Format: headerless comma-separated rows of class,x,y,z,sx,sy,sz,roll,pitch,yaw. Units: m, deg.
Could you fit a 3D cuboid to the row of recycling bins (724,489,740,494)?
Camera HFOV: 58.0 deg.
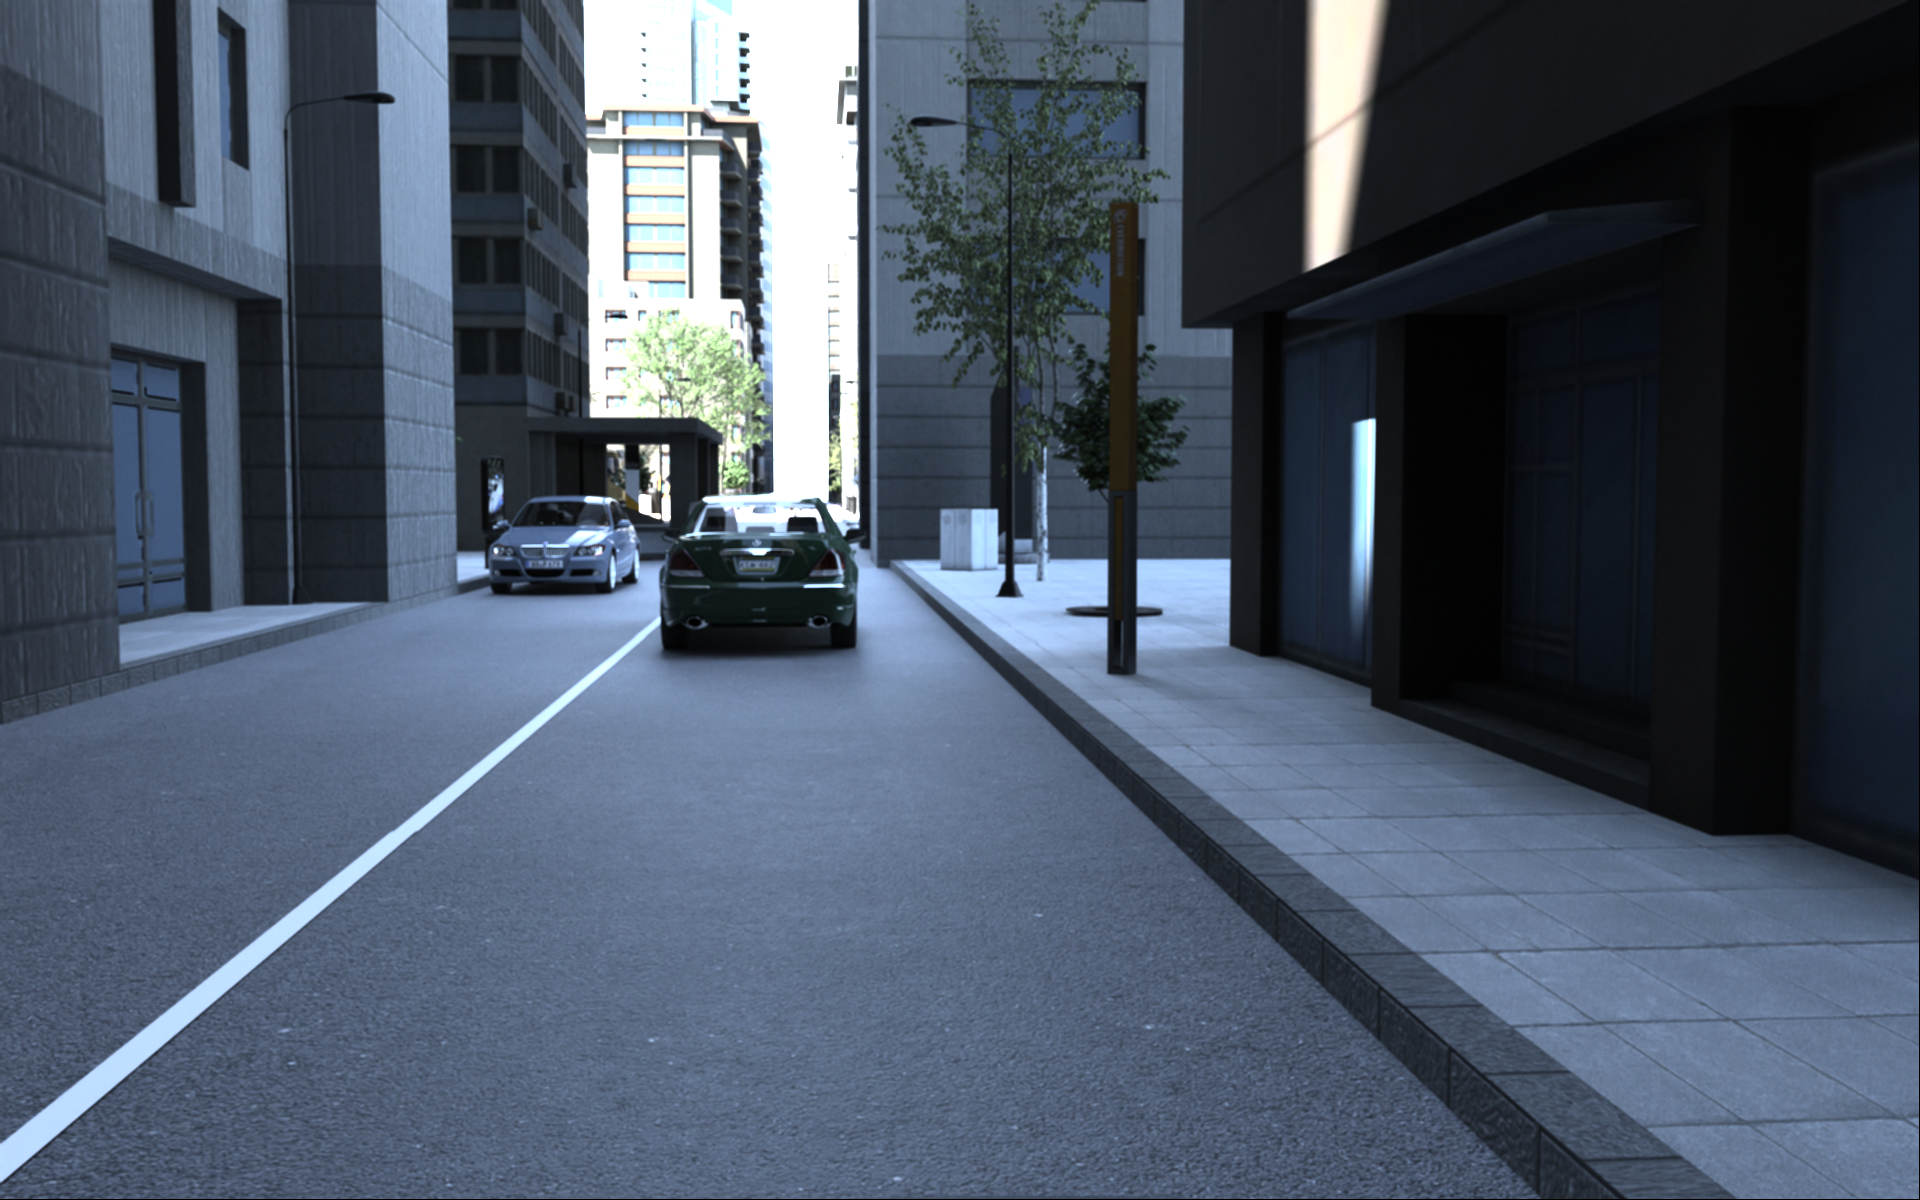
row of recycling bins,-17.829,-7.804,134.702,1.069,1.692,3.534,-1,4,-18

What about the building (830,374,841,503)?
building,-5.871,-25.672,264.780,27.650,21.520,28.899,0,4,-5

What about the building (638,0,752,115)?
building,-42.730,-59.962,293.054,22.319,86.520,31.000,0,4,-5

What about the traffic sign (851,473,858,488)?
traffic sign,-4.604,-4.614,79.088,0.795,2.450,0.064,0,4,-5

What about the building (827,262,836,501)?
building,-16.449,-38.074,306.103,14.154,41.232,14.086,0,4,-5

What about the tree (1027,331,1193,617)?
tree,1.690,-1.451,18.324,1.663,3.219,1.824,0,3,0

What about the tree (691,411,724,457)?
tree,-22.407,-12.275,151.060,4.737,8.622,4.395,0,3,0

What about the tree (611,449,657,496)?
tree,-12.256,-4.361,65.907,1.663,3.219,1.824,0,3,0

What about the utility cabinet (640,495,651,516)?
utility cabinet,-16.738,-4.946,92.036,0.306,1.237,1.020,-2,4,-34

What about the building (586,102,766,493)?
building,-33.457,-33.132,196.328,22.147,44.769,28.867,0,4,-5

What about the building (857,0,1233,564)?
building,7.668,-30.865,46.642,21.231,58.520,28.212,0,4,-5

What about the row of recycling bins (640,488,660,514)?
row of recycling bins,-20.394,-6.243,109.191,1.069,1.692,3.534,3,4,37

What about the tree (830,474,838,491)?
tree,-16.872,-15.893,243.556,4.285,4.588,4.351,0,3,0

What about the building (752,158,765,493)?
building,-32.352,-34.745,218.192,14.600,45.320,14.200,0,4,-5

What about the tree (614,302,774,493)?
tree,-15.172,-10.368,95.277,9.928,11.665,9.643,0,3,0

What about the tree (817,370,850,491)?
tree,-4.848,-8.910,96.047,4.737,8.622,4.395,0,3,0

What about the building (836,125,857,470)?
building,-6.467,-31.322,195.709,14.154,41.232,14.086,0,4,-5

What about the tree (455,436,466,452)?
tree,-8.820,-2.009,27.450,1.663,3.219,1.824,0,3,0

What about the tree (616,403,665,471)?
tree,-24.762,-11.322,135.478,4.360,8.622,3.978,0,3,0

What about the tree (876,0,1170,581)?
tree,0.972,-4.583,25.297,4.737,8.622,4.395,0,3,0

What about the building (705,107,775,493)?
building,-39.207,-44.135,263.599,21.231,58.520,28.212,0,4,-5

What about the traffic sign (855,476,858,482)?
traffic sign,-3.932,-4.128,71.131,0.795,2.450,0.064,0,4,-5

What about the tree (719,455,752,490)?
tree,-19.044,-9.851,144.772,4.285,4.588,4.351,0,3,0

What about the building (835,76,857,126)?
building,-0.949,-38.374,216.646,28.713,52.752,27.495,0,4,-5

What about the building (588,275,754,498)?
building,-34.401,-19.706,167.235,27.650,21.520,28.899,0,4,-5

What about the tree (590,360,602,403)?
tree,-18.810,-7.953,80.396,4.360,8.622,3.978,0,3,0

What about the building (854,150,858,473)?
building,0.549,-19.519,112.650,14.314,27.812,24.014,0,4,-5

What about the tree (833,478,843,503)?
tree,-17.157,-15.518,248.313,1.663,3.219,1.824,0,3,0

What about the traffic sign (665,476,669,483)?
traffic sign,-11.601,-4.090,70.507,0.795,2.450,0.064,0,4,-5

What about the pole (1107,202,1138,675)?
pole,1.155,-1.126,12.261,0.158,3.312,0.155,0,3,0

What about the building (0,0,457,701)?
building,-16.399,-28.499,7.954,21.231,58.520,28.212,0,4,-5

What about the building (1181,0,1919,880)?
building,9.373,-21.838,7.169,14.600,45.320,14.200,0,4,-5

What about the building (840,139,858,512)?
building,-3.819,-22.121,139.177,11.434,29.767,29.804,0,4,-5

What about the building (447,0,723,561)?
building,-22.433,-21.424,42.165,32.217,40.220,23.993,0,4,-5
